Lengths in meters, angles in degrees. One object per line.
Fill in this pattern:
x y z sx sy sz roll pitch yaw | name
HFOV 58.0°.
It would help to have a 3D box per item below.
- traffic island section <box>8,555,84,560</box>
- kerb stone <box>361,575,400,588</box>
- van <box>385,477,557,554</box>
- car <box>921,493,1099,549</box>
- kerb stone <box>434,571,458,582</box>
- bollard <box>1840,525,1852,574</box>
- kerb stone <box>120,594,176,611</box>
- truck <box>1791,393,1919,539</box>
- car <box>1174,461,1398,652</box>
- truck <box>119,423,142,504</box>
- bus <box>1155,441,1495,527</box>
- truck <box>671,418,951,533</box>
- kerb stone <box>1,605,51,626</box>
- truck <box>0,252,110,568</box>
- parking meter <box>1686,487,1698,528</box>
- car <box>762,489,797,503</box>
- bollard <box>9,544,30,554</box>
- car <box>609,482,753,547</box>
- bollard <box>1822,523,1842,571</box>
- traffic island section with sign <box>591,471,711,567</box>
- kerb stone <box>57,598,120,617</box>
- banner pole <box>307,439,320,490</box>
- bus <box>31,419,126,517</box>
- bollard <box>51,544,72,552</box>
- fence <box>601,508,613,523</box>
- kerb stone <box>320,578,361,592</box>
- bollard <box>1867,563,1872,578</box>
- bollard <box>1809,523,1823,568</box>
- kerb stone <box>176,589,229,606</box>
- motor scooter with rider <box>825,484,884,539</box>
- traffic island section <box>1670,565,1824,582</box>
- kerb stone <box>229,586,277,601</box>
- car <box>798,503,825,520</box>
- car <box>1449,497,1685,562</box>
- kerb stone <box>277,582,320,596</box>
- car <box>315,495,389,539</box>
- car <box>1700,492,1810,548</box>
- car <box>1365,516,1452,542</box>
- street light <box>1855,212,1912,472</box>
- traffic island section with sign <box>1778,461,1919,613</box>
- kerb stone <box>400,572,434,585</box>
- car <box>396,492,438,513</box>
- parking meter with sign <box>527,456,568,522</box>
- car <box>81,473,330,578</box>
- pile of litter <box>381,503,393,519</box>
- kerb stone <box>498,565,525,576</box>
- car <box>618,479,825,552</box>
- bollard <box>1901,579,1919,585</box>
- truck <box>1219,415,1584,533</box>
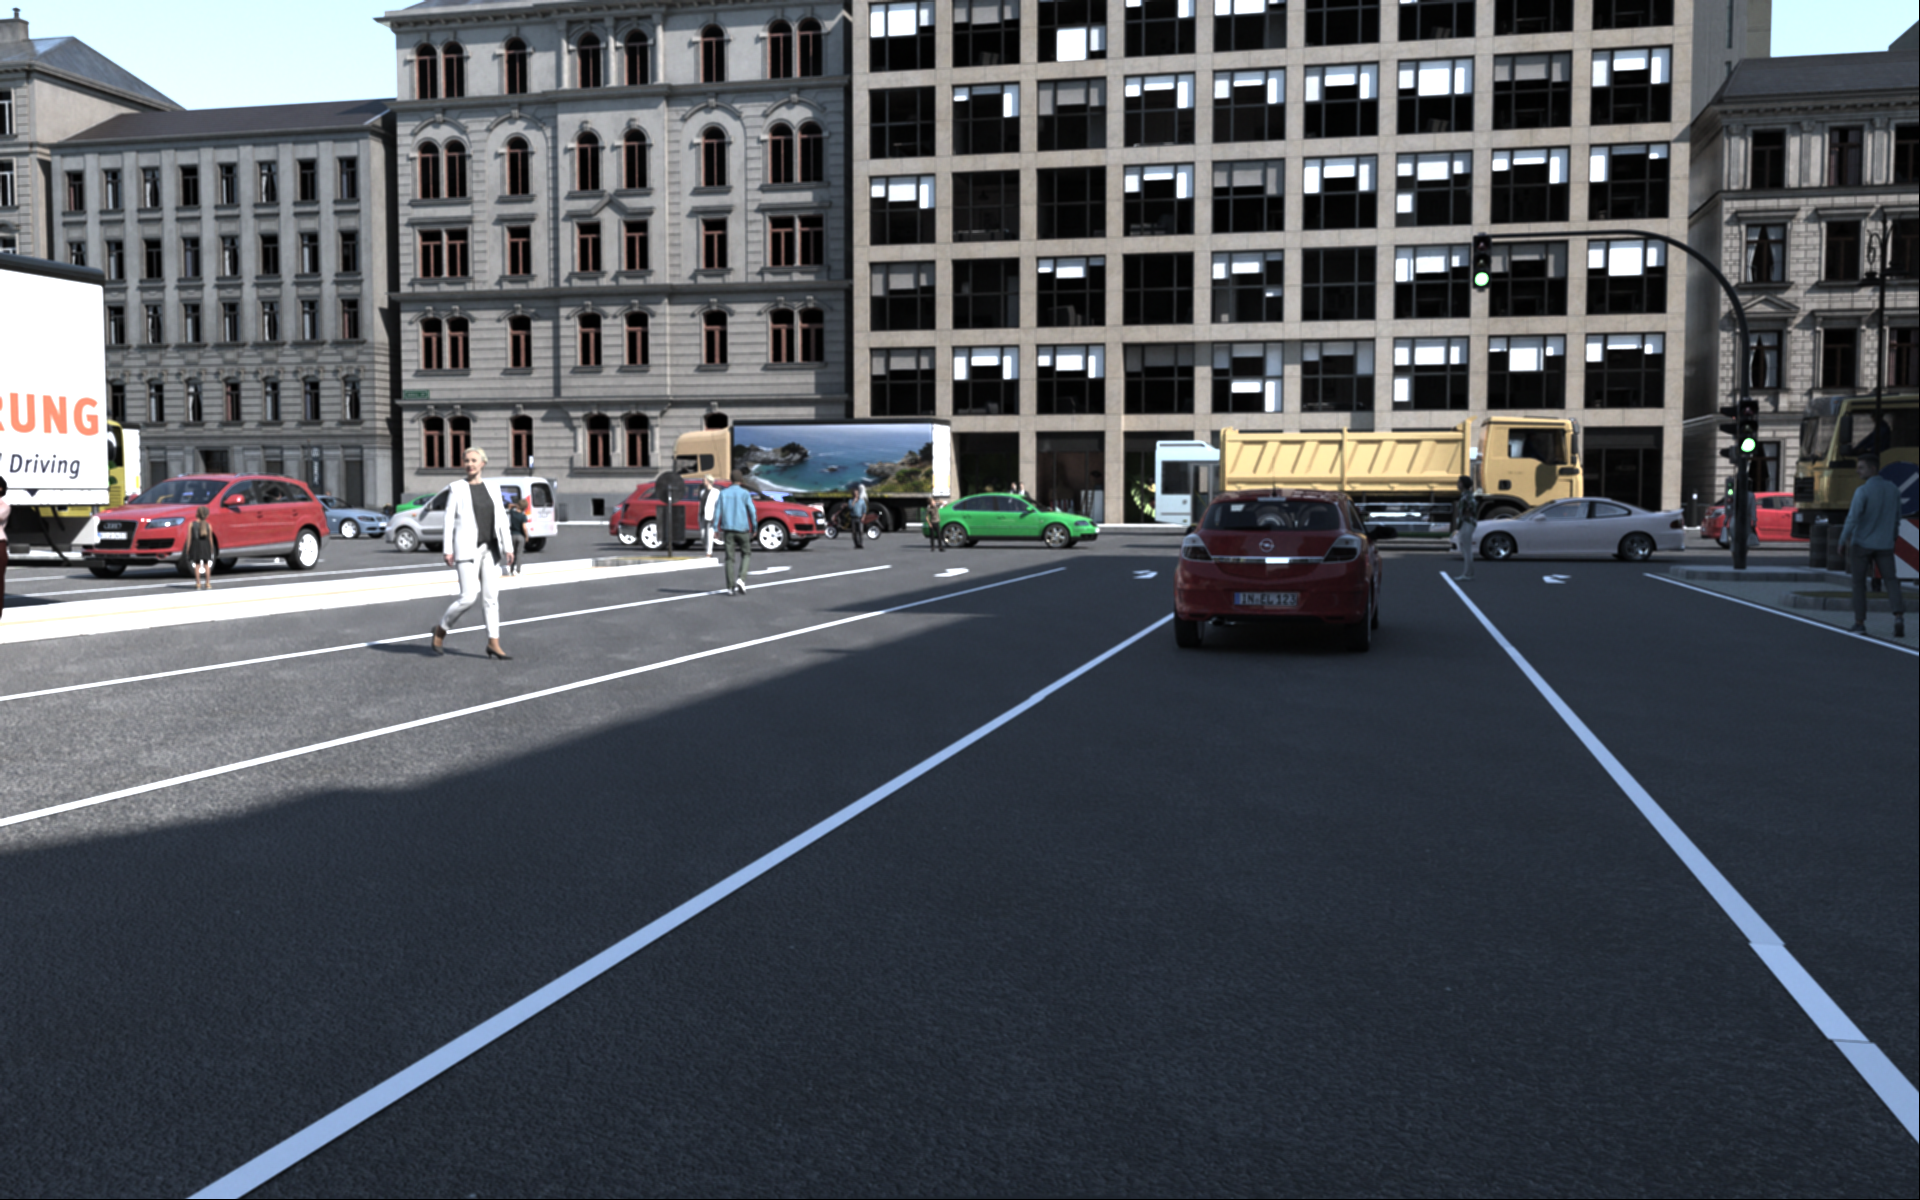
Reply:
-18.557 -0.913 37.202 2.009 0.180 2.903 1 4 13 | traffic island section
-8.979 -0.270 26.611 0.120 0.150 1.000 1 4 13 | kerb stone
-12.097 -2.183 42.707 4.112 2.044 2.013 1 4 12 | van
1.354 -2.288 46.209 4.718 1.807 1.959 1 4 14 | car
-8.499 -0.393 28.615 0.120 0.150 1.000 1 4 13 | kerb stone
14.463 -0.802 27.825 0.404 0.777 0.398 0 3 0 | bollard
-10.193 0.037 21.584 0.120 0.150 1.000 1 4 13 | kerb stone
20.562 -2.286 33.308 9.791 3.379 3.469 1 4 13 | truck
3.275 -0.511 17.396 2.155 1.783 4.494 1 4 15 | car
-38.395 -4.915 69.269 11.283 4.237 2.839 1 4 13 | truck
13.449 -3.947 59.387 13.247 3.499 2.948 1 4 14 | bus
-6.085 -4.717 66.030 11.283 4.237 2.839 1 4 15 | truck
-10.661 0.167 19.583 0.120 0.150 1.000 1 4 13 | kerb stone
-13.131 -1.688 16.520 2.839 4.237 11.283 1 4 14 | truck
27.906 -3.523 66.011 0.372 1.533 0.369 0 3 0 | parking meter
-6.681 -2.708 53.866 3.694 1.707 1.945 1 4 12 | car
-20.130 -1.366 37.050 0.404 0.777 0.398 0 3 0 | bollard
-7.546 -2.402 48.317 4.494 1.783 2.155 1 4 15 | car
14.744 -0.873 28.993 0.404 0.777 0.398 0 3 0 | bollard
-6.006 -1.610 34.455 2.006 1.907 1.989 1 4 13 | traffic island section with sign
-10.415 0.099 20.580 0.120 0.150 1.000 1 4 13 | kerb stone
-29.488 -5.442 78.995 0.863 3.779 0.401 2 4 24 | banner pole
-29.876 -3.530 49.264 12.252 3.916 2.896 1 4 13 | bus
-19.845 -1.438 38.235 0.404 0.777 0.398 0 3 0 | bollard
-14.732 -3.676 75.478 2.069 0.683 0.278 1 4 16 | fence
-9.222 -0.202 25.595 0.120 0.150 1.000 1 4 13 | kerb stone
14.183 -0.730 26.653 0.404 0.777 0.398 0 3 0 | bollard
15.025 -0.945 30.169 0.404 0.777 0.398 0 3 0 | bollard
-9.937 -0.024 22.584 0.120 0.150 1.000 1 4 13 | kerb stone
-3.359 -2.819 55.054 1.986 1.779 0.876 1 4 14 | motor scooter with rider
13.338 -0.448 29.602 2.009 0.180 2.903 1 4 13 | traffic island section
-9.701 -0.085 23.584 0.120 0.150 1.000 1 4 13 | kerb stone
-6.778 -2.696 56.440 4.827 1.381 2.083 1 4 14 | car
13.097 -1.536 37.474 4.827 1.381 2.083 1 4 12 | car
-9.467 -0.143 24.591 0.120 0.150 1.000 1 4 13 | kerb stone
-20.709 -2.703 56.201 4.499 1.417 2.014 1 4 12 | car
21.586 -2.184 44.746 4.494 1.783 2.155 1 4 15 | car
13.458 -2.398 51.007 4.920 1.459 2.131 1 4 15 | car
15.212 -3.418 28.669 0.468 5.910 1.993 1 4 13 | street light
11.478 -0.804 21.766 1.989 1.847 2.006 1 4 13 | traffic island section with sign
-8.744 -0.331 27.614 0.120 0.150 1.000 1 4 13 | kerb stone
-19.793 -3.619 67.965 4.718 1.807 1.959 1 4 12 | car
-18.736 -5.051 78.847 1.738 3.016 0.543 0 4 5 | parking meter with sign
-13.526 -1.381 31.256 2.281 1.827 5.304 1 4 12 | car
-26.079 -4.020 79.684 1.176 0.858 1.719 2 4 35 | pile of litter
-8.025 -0.515 30.616 0.120 0.150 1.000 1 4 13 | kerb stone
-6.040 -2.169 44.130 5.304 1.827 2.281 1 4 13 | car
13.902 -0.658 25.482 0.404 0.777 0.398 0 3 0 | bollard
11.665 -2.964 44.386 9.791 3.379 3.469 1 4 13 | truck
